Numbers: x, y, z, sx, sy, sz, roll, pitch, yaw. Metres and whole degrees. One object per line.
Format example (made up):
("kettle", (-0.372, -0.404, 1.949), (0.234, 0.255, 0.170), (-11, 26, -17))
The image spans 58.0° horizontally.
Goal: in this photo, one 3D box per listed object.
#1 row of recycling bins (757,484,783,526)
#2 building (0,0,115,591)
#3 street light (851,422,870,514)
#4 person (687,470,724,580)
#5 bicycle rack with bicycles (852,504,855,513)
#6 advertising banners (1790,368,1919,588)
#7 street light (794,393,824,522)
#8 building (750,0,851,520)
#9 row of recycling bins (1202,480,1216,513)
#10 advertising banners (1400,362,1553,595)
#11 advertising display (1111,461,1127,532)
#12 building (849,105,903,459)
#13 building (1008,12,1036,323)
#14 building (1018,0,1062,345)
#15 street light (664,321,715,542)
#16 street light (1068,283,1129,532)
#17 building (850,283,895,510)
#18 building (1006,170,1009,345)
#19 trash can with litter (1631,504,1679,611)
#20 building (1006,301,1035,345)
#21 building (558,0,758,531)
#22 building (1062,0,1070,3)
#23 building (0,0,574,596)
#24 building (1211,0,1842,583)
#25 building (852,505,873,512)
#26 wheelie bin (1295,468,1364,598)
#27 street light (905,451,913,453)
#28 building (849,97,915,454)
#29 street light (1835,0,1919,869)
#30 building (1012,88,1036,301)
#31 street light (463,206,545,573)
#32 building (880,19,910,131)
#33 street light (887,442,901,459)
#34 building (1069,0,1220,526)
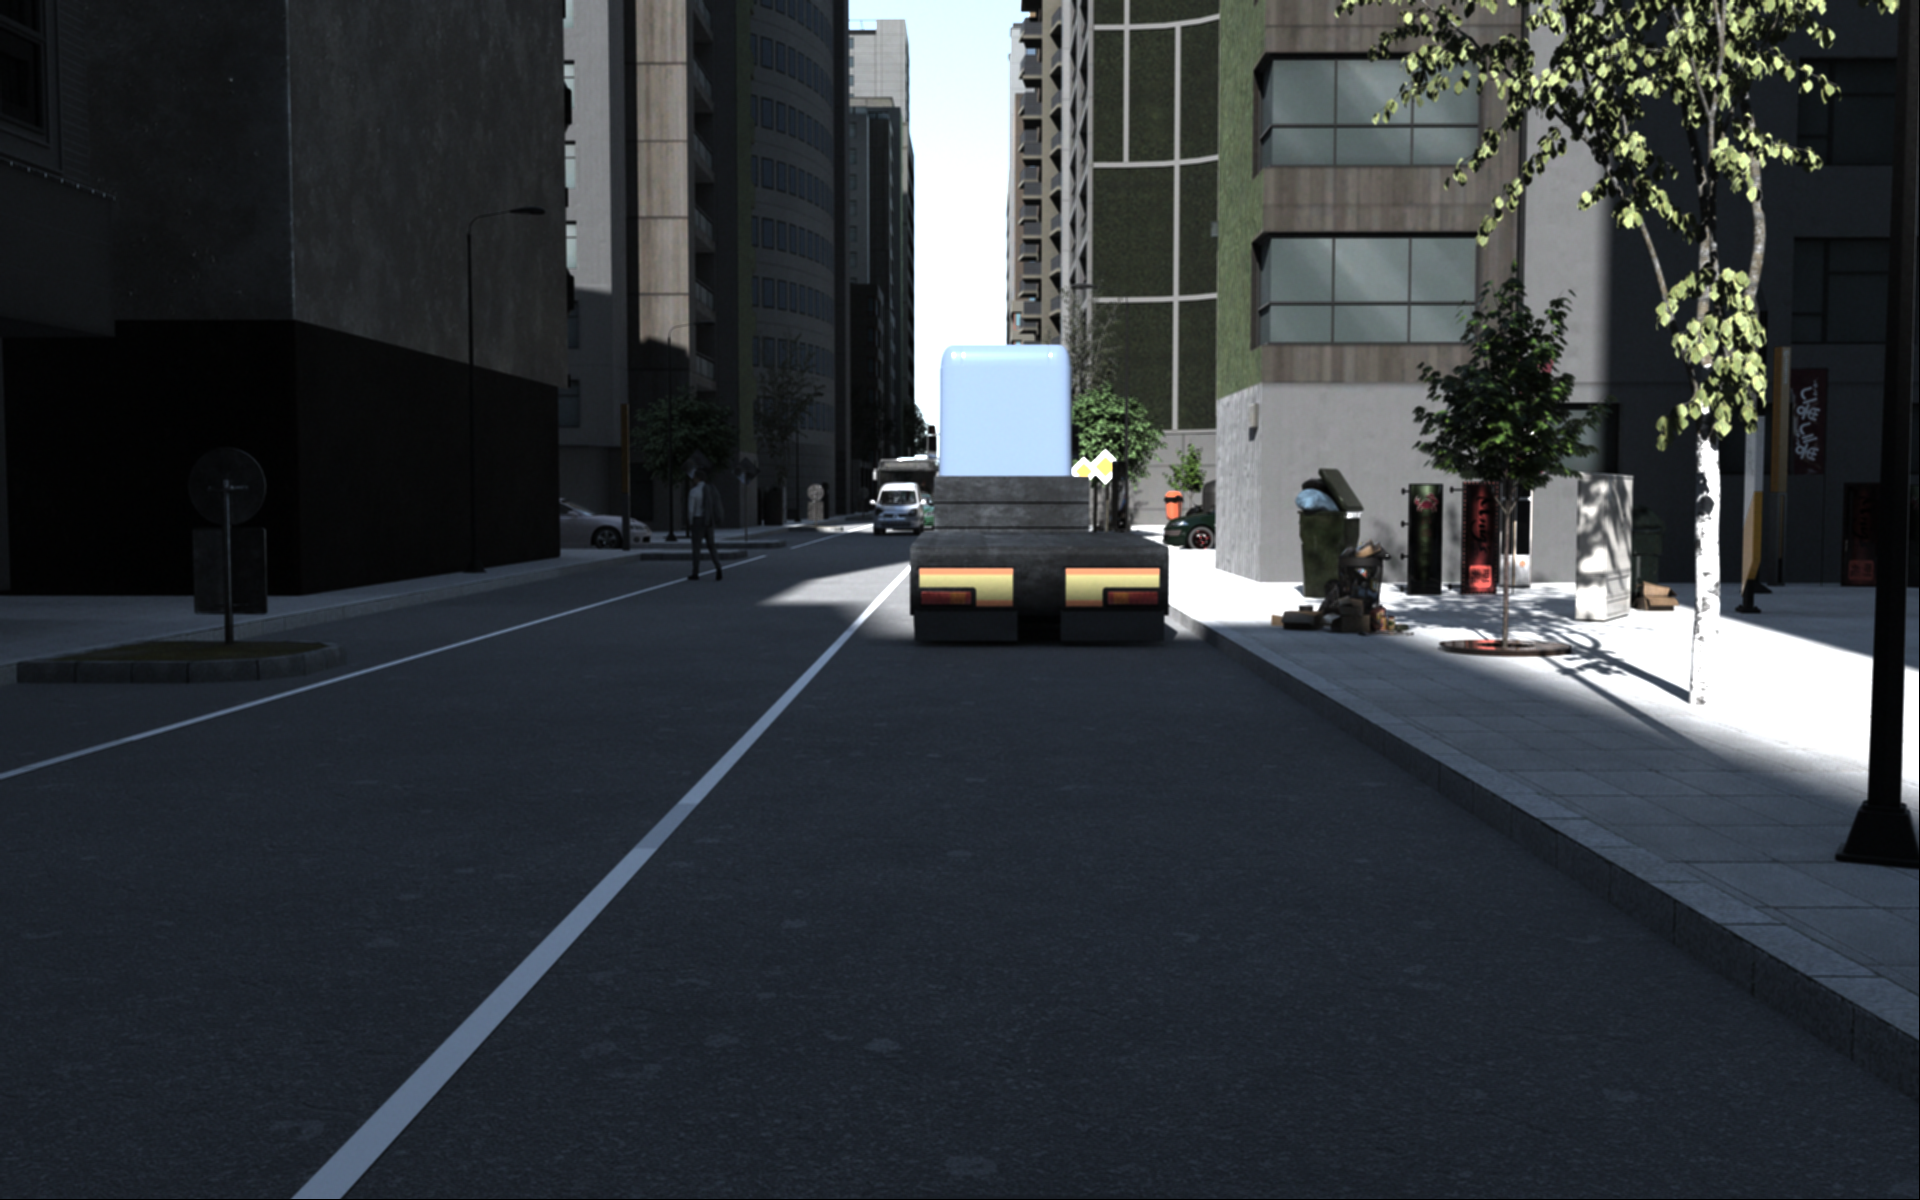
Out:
("row of recycling bins", (-8.998, -3.909, 71.029), (3.534, 1.692, 1.069), (0, 4, 5))
("building", (-15.358, -12.944, 5.148), (14.314, 27.812, 24.014), (0, 4, 1))
("street light", (-6.478, -8.517, 111.793), (1.470, 5.913, 1.316), (0, 4, 1))
("person", (-4.234, -1.238, 28.836), (0.679, 1.850, 0.850), (-3, 5, -42))
("bicycle rack with bicycles", (-8.034, -6.207, 114.867), (2.852, 0.926, 2.925), (3, 5, 43))
("advertising banners", (12.495, -1.694, 23.883), (2.074, 3.025, 0.090), (1, 4, 20))
("street light", (-6.917, -6.533, 79.362), (1.470, 5.913, 1.316), (0, 4, 1))
("building", (-17.680, -33.887, 96.056), (21.231, 58.520, 28.212), (0, 4, 1))
("row of recycling bins", (8.525, -2.741, 51.933), (1.069, 1.692, 3.534), (3, 5, 43))
("advertising banners", (6.615, -1.585, 22.096), (2.074, 3.025, 0.090), (-1, 4, -12))
("advertising display", (3.099, -1.745, 33.740), (0.123, 1.923, 0.974), (1, 4, 15))
("building", (-13.176, -30.232, 177.891), (14.154, 41.232, 14.086), (0, 4, 1))
("building", (16.641, -41.425, 219.297), (21.231, 58.520, 28.212), (0, 4, 1))
("building", (15.887, -29.629, 139.058), (22.147, 44.769, 28.867), (0, 4, 1))
("street light", (-7.258, -4.529, 46.585), (1.470, 5.913, 1.316), (0, 4, 1))
("street light", (3.141, -4.022, 38.299), (1.470, 5.913, 1.316), (0, 4, 1))
("building", (-20.408, -19.088, 157.120), (27.650, 21.520, 28.899), (0, 4, 1))
("building", (17.317, -37.992, 244.877), (21.300, 48.544, 21.600), (0, 4, 1))
("trash can with litter", (7.722, -0.488, 19.365), (0.624, 1.170, 1.055), (0, 4, -4))
("building", (18.585, -19.828, 169.219), (27.650, 21.520, 28.899), (0, 4, 1))
("building", (-15.220, -23.114, 61.514), (14.154, 41.232, 14.086), (0, 4, 1))
("building", (16.700, -34.482, 105.781), (21.231, 58.520, 28.212), (0, 4, 1))
("building", (-16.563, -9.922, 29.679), (16.811, 18.784, 16.820), (0, 4, 1))
("building", (11.432, -15.853, 30.905), (14.160, 30.474, 14.107), (0, 4, 1))
("building", (-17.179, -42.361, 130.858), (20.563, 71.187, 20.611), (0, 4, 1))
("wheelie bin", (4.570, -0.832, 21.518), (0.693, 1.594, 0.980), (2, 4, 32))
("street light", (-5.708, -13.178, 188.005), (1.470, 5.913, 1.316), (0, 4, 1))
("building", (-16.676, -36.201, 215.586), (21.300, 48.544, 21.600), (0, 4, 1))
("street light", (2.707, -2.042, 5.931), (1.470, 5.913, 1.316), (0, 4, 1))
("building", (12.791, -33.025, 190.067), (14.600, 45.320, 14.200), (0, 4, 1))
("street light", (-7.393, -3.400, 28.131), (1.470, 5.913, 1.316), (0, 4, 1))
("building", (-15.855, -50.664, 266.608), (20.563, 71.187, 20.611), (0, 4, 1))
("street light", (-5.984, -11.198, 155.635), (1.470, 5.913, 1.316), (0, 4, 1))
("building", (13.208, -38.827, 73.080), (20.563, 71.187, 20.611), (0, 4, 1))
